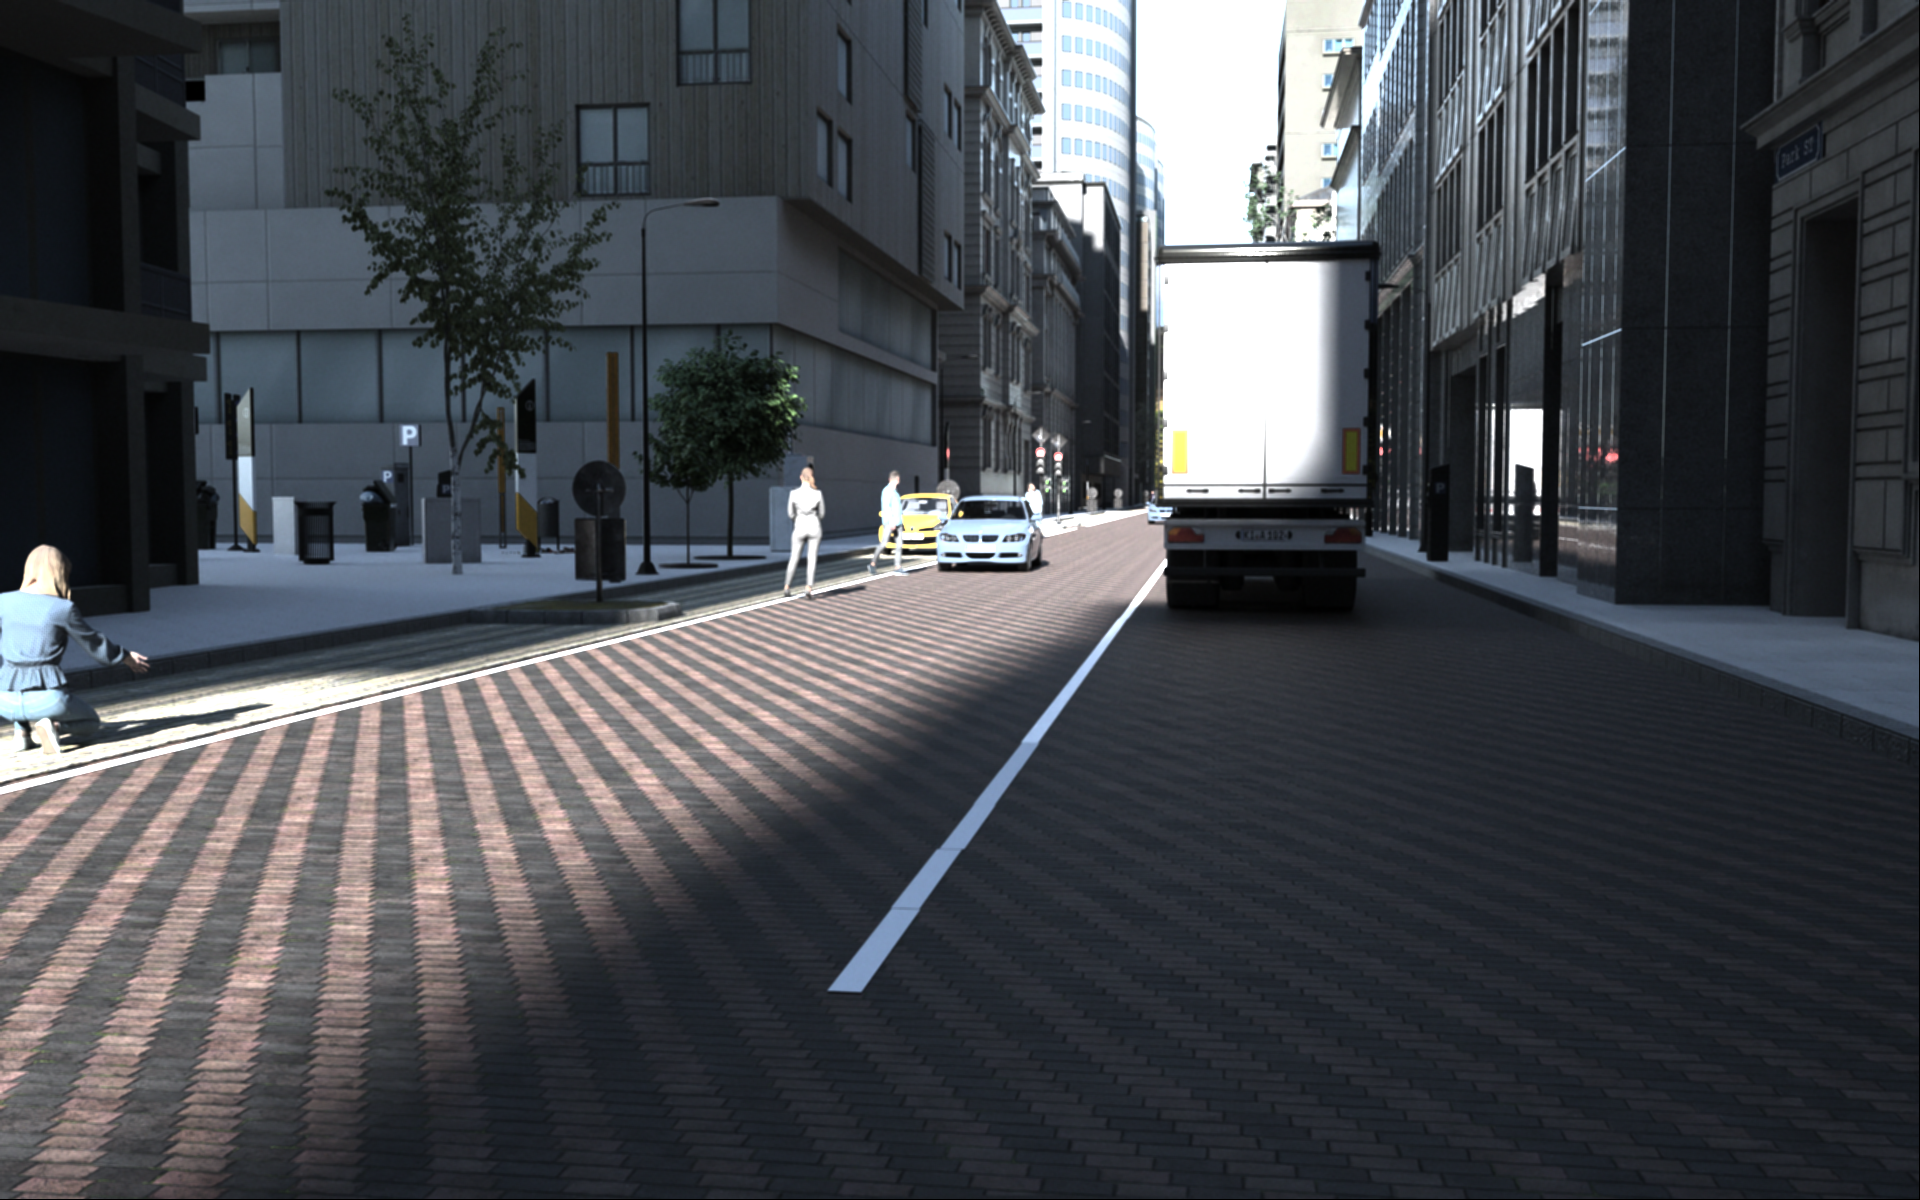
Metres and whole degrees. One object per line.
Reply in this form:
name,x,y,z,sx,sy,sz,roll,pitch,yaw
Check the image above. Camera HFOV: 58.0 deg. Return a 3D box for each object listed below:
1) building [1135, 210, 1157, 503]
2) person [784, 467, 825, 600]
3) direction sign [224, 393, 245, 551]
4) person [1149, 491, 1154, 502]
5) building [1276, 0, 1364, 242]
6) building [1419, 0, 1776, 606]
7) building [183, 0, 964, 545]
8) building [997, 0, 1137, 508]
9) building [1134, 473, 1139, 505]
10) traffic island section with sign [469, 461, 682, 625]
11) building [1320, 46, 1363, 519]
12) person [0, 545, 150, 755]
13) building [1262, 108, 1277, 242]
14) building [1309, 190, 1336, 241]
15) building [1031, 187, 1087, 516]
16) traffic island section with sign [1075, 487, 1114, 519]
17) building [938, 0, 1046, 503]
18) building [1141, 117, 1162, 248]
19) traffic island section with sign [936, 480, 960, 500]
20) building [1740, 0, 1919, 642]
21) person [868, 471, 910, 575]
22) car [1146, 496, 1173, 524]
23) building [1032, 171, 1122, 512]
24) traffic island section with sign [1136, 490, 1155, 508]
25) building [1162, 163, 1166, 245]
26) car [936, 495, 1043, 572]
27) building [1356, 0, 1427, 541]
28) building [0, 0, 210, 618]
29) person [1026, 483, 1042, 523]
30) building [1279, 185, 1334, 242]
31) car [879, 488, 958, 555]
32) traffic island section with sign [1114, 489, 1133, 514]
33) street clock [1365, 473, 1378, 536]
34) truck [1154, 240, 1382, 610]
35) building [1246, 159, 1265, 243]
building,20.310,-34.249,243.572,14.154,41.232,14.086,1,4,8
person,-2.120,-0.907,23.610,0.520,1.790,0.573,-1,4,-17
direction sign,-16.477,-2.894,39.315,0.379,3.537,0.876,0,4,-3
person,21.525,-11.341,194.375,0.568,1.767,0.683,1,4,17
building,40.760,-32.950,162.436,21.300,48.544,21.600,1,4,8
building,15.009,-12.861,28.302,12.078,24.808,19.932,1,4,8
building,-14.600,-28.624,57.239,27.495,52.752,28.713,1,4,8
building,5.872,-38.273,167.762,21.231,58.520,28.212,1,4,8
building,11.649,-47.321,211.950,20.563,71.187,20.611,1,4,8
traffic island section with sign,-4.293,-0.686,19.848,1.989,1.847,2.006,1,4,8
building,32.675,-15.194,81.712,30.059,22.955,16.112,1,4,8
person,-5.195,0.264,9.682,1.012,1.151,0.738,0,4,-4
building,47.880,-36.063,209.232,23.786,49.044,30.456,1,4,8
building,27.794,-16.054,117.240,10.420,20.320,16.860,1,4,8
building,0.870,-16.706,114.948,13.314,21.916,24.055,1,4,8
traffic island section with sign,7.753,-5.650,101.011,1.989,1.847,2.006,1,4,8
building,-3.496,-18.553,90.723,14.401,28.519,23.554,1,4,8
building,19.090,-44.215,264.912,21.231,58.520,28.212,1,4,8
traffic island section with sign,-0.332,-2.317,46.512,1.989,1.847,2.006,1,4,8
building,12.383,-10.512,8.030,11.583,22.565,21.152,1,4,8
person,-1.242,-1.364,30.660,0.748,1.841,0.638,2,4,30
car,10.005,-4.385,83.701,2.014,1.417,4.499,1,4,8
building,5.172,-21.116,138.758,14.314,27.812,24.014,1,4,8
traffic island section with sign,19.102,-10.331,177.536,1.989,1.847,2.006,1,4,8
building,23.613,-45.915,292.710,21.231,58.520,28.212,1,4,8
car,0.625,-1.317,33.530,2.014,1.417,4.499,0,4,7
building,18.998,-16.849,52.975,11.434,29.767,29.804,1,4,8
building,-19.623,-21.787,10.838,22.147,44.769,28.867,1,4,8
person,2.389,-2.879,55.835,0.793,1.790,0.793,2,4,23
building,31.897,-20.838,137.969,12.463,27.353,25.104,1,4,8
car,-0.838,-1.917,41.573,2.015,1.641,3.980,0,4,8
traffic island section with sign,11.725,-7.281,127.673,1.989,1.847,2.006,1,4,8
street clock,12.390,-2.930,52.483,0.471,2.002,0.358,-1,4,-16
truck,4.275,-2.198,24.850,2.839,4.237,11.283,1,4,9
building,58.583,-41.305,264.574,28.713,52.752,27.495,1,4,8
